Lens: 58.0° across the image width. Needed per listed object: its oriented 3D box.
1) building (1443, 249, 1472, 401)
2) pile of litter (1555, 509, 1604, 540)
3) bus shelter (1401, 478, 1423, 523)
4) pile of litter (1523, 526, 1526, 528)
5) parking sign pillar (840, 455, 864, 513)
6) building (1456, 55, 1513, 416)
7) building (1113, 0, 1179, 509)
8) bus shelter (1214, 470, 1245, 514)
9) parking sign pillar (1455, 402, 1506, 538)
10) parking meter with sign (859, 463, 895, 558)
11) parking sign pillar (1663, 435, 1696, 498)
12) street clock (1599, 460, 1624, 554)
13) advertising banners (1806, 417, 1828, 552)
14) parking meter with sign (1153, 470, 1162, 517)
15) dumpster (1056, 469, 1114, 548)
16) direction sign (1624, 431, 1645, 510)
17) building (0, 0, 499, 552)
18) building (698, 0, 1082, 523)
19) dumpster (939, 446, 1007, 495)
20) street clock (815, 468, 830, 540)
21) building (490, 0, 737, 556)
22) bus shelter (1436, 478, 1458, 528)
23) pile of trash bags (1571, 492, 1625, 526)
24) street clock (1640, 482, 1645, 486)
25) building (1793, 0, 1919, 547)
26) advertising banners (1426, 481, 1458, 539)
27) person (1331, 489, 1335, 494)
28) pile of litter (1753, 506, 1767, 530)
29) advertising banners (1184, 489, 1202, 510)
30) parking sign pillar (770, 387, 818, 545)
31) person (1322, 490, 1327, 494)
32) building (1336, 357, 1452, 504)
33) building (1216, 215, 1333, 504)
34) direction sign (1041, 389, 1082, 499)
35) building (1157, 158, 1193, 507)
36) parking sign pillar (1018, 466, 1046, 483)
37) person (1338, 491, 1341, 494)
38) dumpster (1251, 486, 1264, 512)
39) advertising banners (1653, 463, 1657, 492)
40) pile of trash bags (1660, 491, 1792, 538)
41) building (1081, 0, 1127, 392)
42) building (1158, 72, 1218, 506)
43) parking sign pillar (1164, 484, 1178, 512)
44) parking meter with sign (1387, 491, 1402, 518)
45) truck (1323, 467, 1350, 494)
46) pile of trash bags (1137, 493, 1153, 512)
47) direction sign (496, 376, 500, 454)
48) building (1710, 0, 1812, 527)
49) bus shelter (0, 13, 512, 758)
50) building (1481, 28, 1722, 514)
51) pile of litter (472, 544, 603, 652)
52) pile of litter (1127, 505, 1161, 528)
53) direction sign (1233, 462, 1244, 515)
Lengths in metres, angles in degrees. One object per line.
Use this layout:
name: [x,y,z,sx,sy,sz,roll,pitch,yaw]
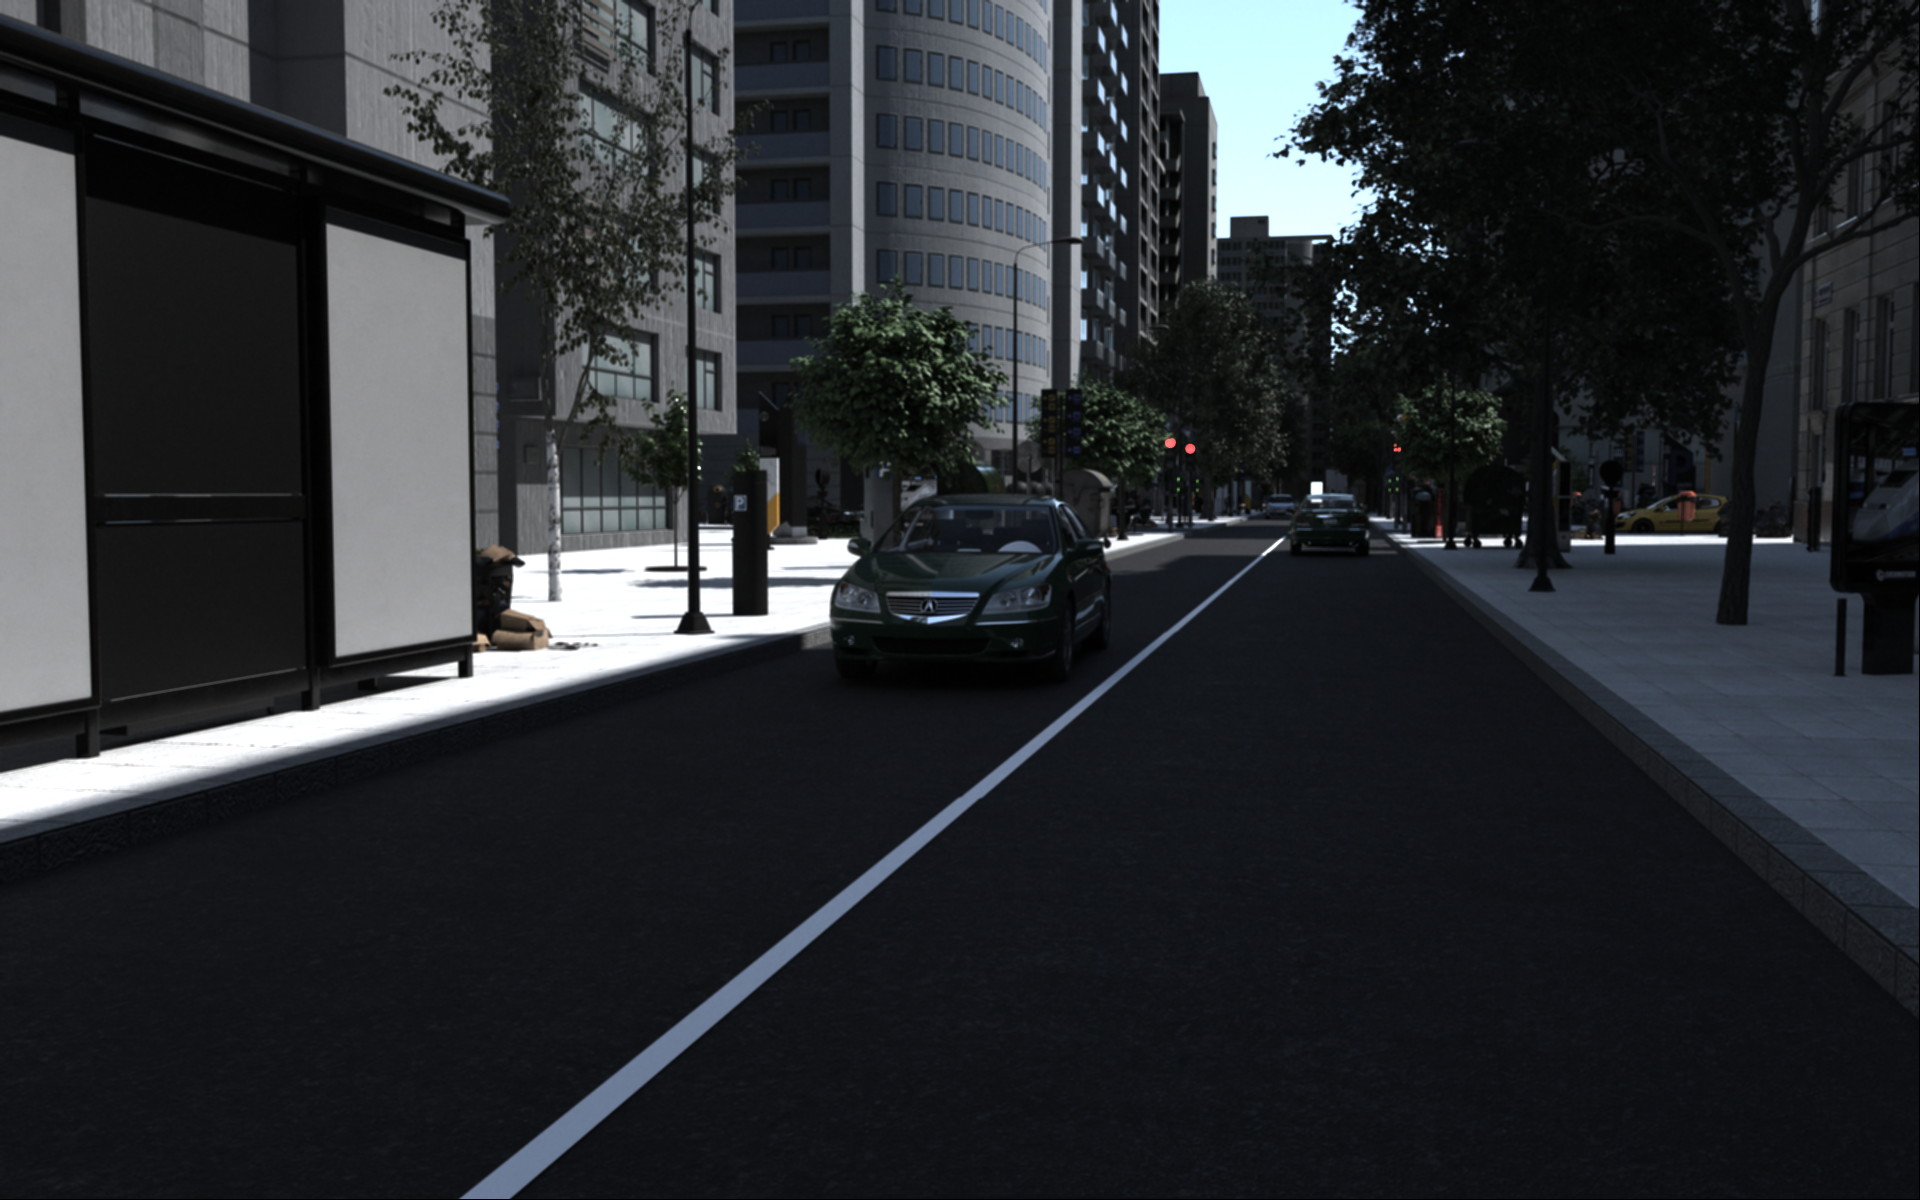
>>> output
building: [63.081,-34.445,182.784,23.786,49.044,30.456,1,4,12]
pile of litter: [17.765,-2.160,49.286,1.176,0.858,1.719,2,4,32]
bus shelter: [21.344,-6.263,80.031,2.179,5.291,8.768,1,4,12]
pile of litter: [22.296,-3.187,66.078,1.719,0.858,1.176,2,4,30]
parking sign pillar: [-4.255,-5.067,71.316,1.447,3.967,1.447,0,4,7]
building: [56.234,-30.549,154.102,22.147,44.769,28.867,1,4,12]
building: [8.922,-43.613,151.331,20.563,71.187,20.611,1,4,12]
bus shelter: [17.642,-7.338,113.899,2.014,3.302,5.546,1,4,12]
parking sign pillar: [15.378,-3.828,51.061,1.447,3.967,1.447,1,4,12]
parking meter with sign: [-1.382,-2.083,30.312,0.543,3.016,1.738,-1,4,-19]
parking sign pillar: [31.775,-5.384,76.502,1.447,3.967,1.447,0,4,-5]
street clock: [13.923,-1.987,37.054,0.471,2.002,0.358,2,4,30]
advertising banners: [19.377,-2.625,39.109,0.090,3.025,2.074,2,4,35]
parking meter with sign: [11.356,-6.310,99.423,0.543,3.016,1.738,1,4,10]
dumpster: [2.834,-2.113,40.311,1.264,1.857,1.865,1,4,12]
direction sign: [24.183,-4.293,62.188,0.876,3.537,0.379,-1,4,-21]
building: [-20.349,-28.842,13.574,21.231,58.520,28.212,1,4,12]
building: [-6.123,-33.462,89.099,21.231,58.520,28.212,1,4,12]
dumpster: [0.019,-1.966,34.635,1.502,2.255,1.985,1,4,12]
street clock: [-3.877,-2.713,48.921,0.358,2.002,0.471,-2,4,-32]
building: [-13.566,-21.955,42.567,14.086,41.232,14.154,1,4,12]
bus shelter: [18.824,-4.564,65.905,1.731,3.624,6.357,1,4,12]
pile of trash bags: [25.985,-3.691,70.101,1.912,1.369,3.447,0,4,-1]
street clock: [41.763,-6.202,105.978,0.358,2.002,0.471,0,4,7]
building: [24.800,-14.332,31.599,12.463,27.353,25.104,1,4,12]
advertising banners: [13.778,-3.276,49.746,0.090,3.025,2.074,3,5,44]
person: [22.660,-5.866,105.159,0.760,1.731,0.466,-2,4,-28]
pile of litter: [30.515,-3.132,65.174,1.176,0.858,1.719,1,4,13]
advertising banners: [18.806,-8.708,138.557,2.074,3.025,0.090,-1,4,-21]
parking sign pillar: [-4.373,-3.419,44.369,1.447,3.967,1.447,-2,4,-29]
person: [33.779,-9.277,160.039,0.709,1.838,0.599,3,5,40]
building: [66.060,-24.016,237.694,28.899,21.520,27.650,1,4,12]
building: [40.661,-33.816,244.767,23.993,40.220,32.217,1,4,12]
direction sign: [2.184,-2.775,37.365,0.876,3.537,0.379,1,4,10]
building: [7.170,-29.575,175.434,32.217,40.220,23.993,1,4,12]
parking sign pillar: [3.175,-5.414,76.986,1.447,3.967,1.447,2,4,30]
person: [32.450,-8.473,147.772,1.217,1.736,0.721,-3,5,-44]
dumpster: [21.075,-7.231,123.987,1.264,1.857,1.865,1,4,12]
advertising banners: [38.918,-6.156,96.832,0.090,3.025,2.074,2,4,32]
pile of trash bags: [23.200,-2.586,52.040,1.912,1.369,3.447,-3,5,-43]
building: [0.092,-30.983,126.174,23.786,49.044,30.456,1,4,12]
building: [18.063,-35.147,198.348,21.600,48.544,21.300,1,4,12]
parking sign pillar: [15.108,-8.292,124.047,1.447,3.967,1.447,2,4,27]
parking meter with sign: [23.733,-5.941,93.397,1.738,3.016,0.543,-3,5,-41]
truck: [40.268,-12.010,185.284,2.839,4.237,11.283,1,4,12]
pile of trash bags: [12.528,-6.853,121.803,1.912,1.369,3.447,0,4,1]
direction sign: [-9.068,-2.510,33.034,0.379,3.537,0.876,2,4,26]
building: [44.982,-27.570,74.466,21.600,48.544,21.300,1,4,12]
bus shelter: [-5.088,-1.857,7.989,2.179,5.291,8.768,1,4,12]
building: [50.883,-32.355,118.241,28.713,52.752,27.495,1,4,12]
pile of litter: [-3.926,-0.027,14.400,1.719,0.858,1.176,1,4,10]
pile of litter: [6.964,-3.152,65.500,1.719,0.858,1.176,3,4,38]
direction sign: [16.838,-6.891,104.668,0.379,3.537,0.876,-3,4,-37]
